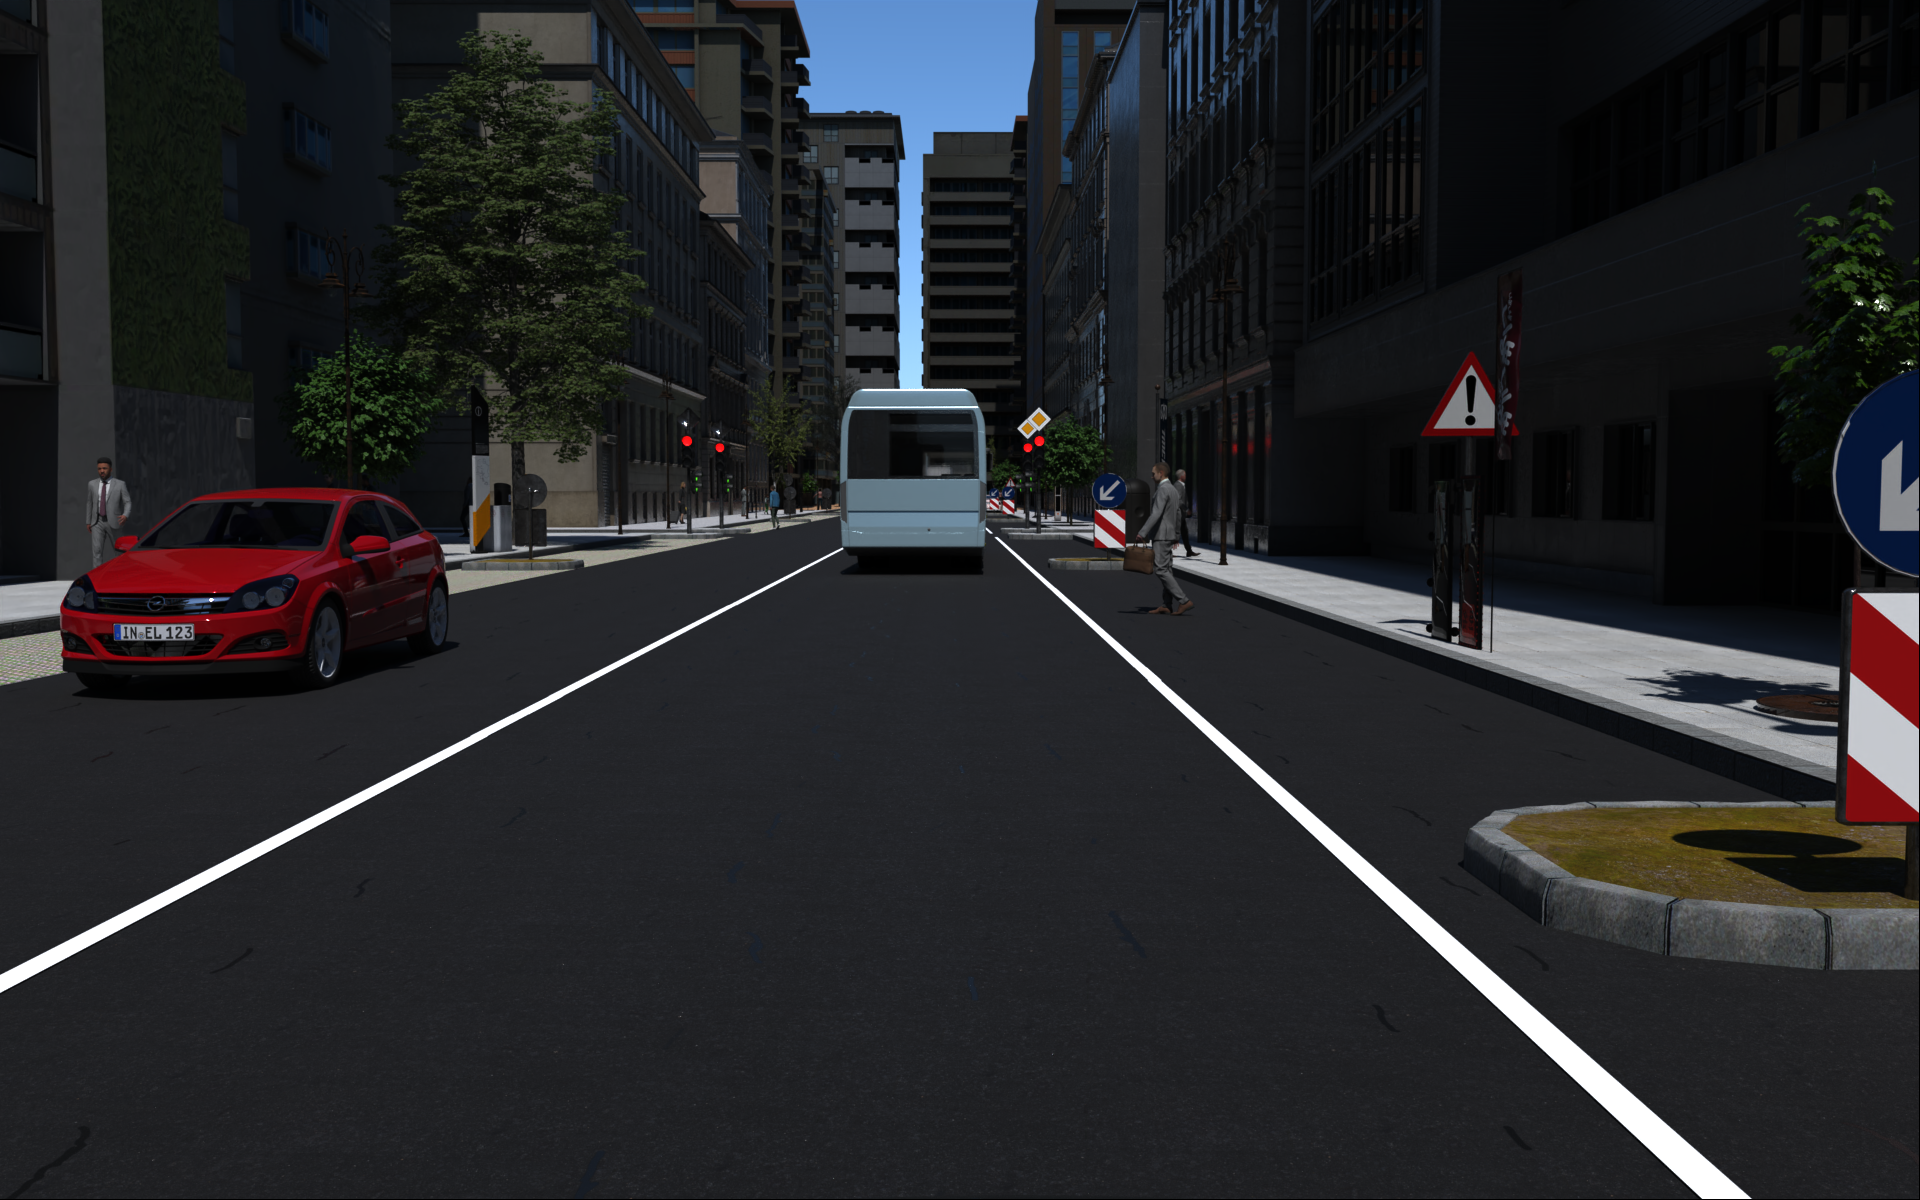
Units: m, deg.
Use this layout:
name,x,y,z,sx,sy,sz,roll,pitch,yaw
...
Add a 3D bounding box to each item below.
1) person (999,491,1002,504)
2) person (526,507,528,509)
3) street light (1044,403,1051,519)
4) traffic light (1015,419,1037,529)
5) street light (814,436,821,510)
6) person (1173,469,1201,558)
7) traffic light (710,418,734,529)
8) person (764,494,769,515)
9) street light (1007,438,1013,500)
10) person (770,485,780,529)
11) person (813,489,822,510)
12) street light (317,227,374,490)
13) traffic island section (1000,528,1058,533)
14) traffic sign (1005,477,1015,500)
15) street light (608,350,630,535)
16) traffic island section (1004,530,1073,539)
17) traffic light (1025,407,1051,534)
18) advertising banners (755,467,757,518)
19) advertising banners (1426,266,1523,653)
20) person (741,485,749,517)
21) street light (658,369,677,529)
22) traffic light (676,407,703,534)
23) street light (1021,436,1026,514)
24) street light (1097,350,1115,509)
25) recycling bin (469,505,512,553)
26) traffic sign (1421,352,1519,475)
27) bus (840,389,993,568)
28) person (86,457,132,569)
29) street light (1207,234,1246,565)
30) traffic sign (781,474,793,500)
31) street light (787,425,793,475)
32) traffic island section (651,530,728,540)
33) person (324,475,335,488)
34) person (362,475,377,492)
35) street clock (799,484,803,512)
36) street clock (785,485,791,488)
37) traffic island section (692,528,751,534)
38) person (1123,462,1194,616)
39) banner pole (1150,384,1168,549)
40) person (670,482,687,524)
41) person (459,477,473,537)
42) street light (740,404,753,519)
name,x,y,z,sx,sy,sz,roll,pitch,yaw
person,4.463,-11.281,191.203,1.217,1.736,0.721,-1,4,-15
person,-15.451,-3.238,61.803,0.532,1.782,0.716,-1,4,-11
street light,4.359,-7.029,87.704,0.468,5.910,1.993,0,4,0
traffic light,2.474,-4.588,63.940,0.839,4.253,0.868,0,4,0
street light,-11.331,-10.096,137.861,0.468,5.910,1.993,0,4,0
person,4.502,-1.749,35.043,0.834,1.777,0.661,0,4,-7
traffic light,-8.787,-4.583,63.847,0.839,4.253,0.868,0,4,0
person,-12.008,-5.941,107.424,0.306,1.304,0.590,2,4,28
street light,3.984,-10.125,138.329,0.468,5.910,1.993,0,4,0
person,-7.477,-3.733,69.874,0.444,1.785,0.601,3,5,44
person,-11.521,-8.306,142.555,1.217,1.736,0.721,-1,4,-12
street light,-10.688,-3.516,30.271,0.468,5.910,1.993,0,4,0
traffic island section,2.514,-2.555,64.055,2.009,0.180,2.903,0,4,0
traffic sign,3.855,-8.069,131.936,0.884,2.594,0.081,0,4,7
street light,-10.775,-5.014,54.772,0.468,5.910,1.993,0,4,0
traffic island section,2.569,-2.067,56.070,2.009,0.180,2.903,0,4,0
traffic light,2.529,-4.100,55.956,0.839,4.253,0.868,0,4,0
advertising banners,-10.786,-5.837,91.619,0.090,3.025,2.074,0,4,-6
advertising banners,4.267,-1.115,14.422,0.090,3.025,2.074,0,4,-2
person,-12.286,-5.685,99.177,0.466,1.800,0.511,-3,5,-45
street light,-10.812,-5.583,64.077,0.468,5.910,1.993,0,4,0
traffic light,-8.732,-4.094,55.862,0.839,4.253,0.868,0,4,0
street light,4.231,-8.598,113.363,0.468,5.910,1.993,0,4,0
street light,4.665,-5.065,55.606,0.468,5.910,1.993,0,4,0
recycling bin,-10.397,-1.579,38.373,0.722,1.027,0.722,0,4,7
traffic sign,4.667,-0.973,15.905,0.884,2.594,0.081,0,4,3
bus,-0.738,-2.572,36.904,2.948,3.499,13.247,0,4,1
person,-11.866,-1.090,24.138,0.678,1.792,0.850,0,4,-7
street light,4.755,-3.567,31.106,0.468,5.910,1.993,0,4,0
traffic sign,-10.970,-6.707,109.770,0.768,2.556,0.104,0,4,1
street light,-11.179,-8.598,113.361,0.468,5.910,1.993,0,4,0
traffic island section,-8.772,-2.062,55.997,2.009,0.180,2.903,0,4,0
person,-14.184,-1.997,39.108,0.576,1.772,0.534,3,4,38
person,-15.235,-2.341,44.664,0.623,1.781,0.721,2,4,26
street clock,-11.252,-7.227,122.739,0.358,2.002,0.471,-1,4,-12
street clock,-11.101,-6.535,111.414,0.471,2.002,0.358,-2,4,-27
traffic island section,-8.827,-2.551,63.982,2.009,0.180,2.903,0,4,0
person,2.400,-0.732,20.596,0.853,1.813,0.709,1,4,20
banner pole,4.620,-3.048,39.847,0.401,3.779,0.863,2,4,28
person,-12.064,-4.151,74.134,0.699,1.804,1.509,1,4,22
person,-14.725,-2.790,51.847,0.473,1.802,0.592,2,4,31
street light,-10.933,-7.098,88.839,0.468,5.910,1.993,0,4,0
